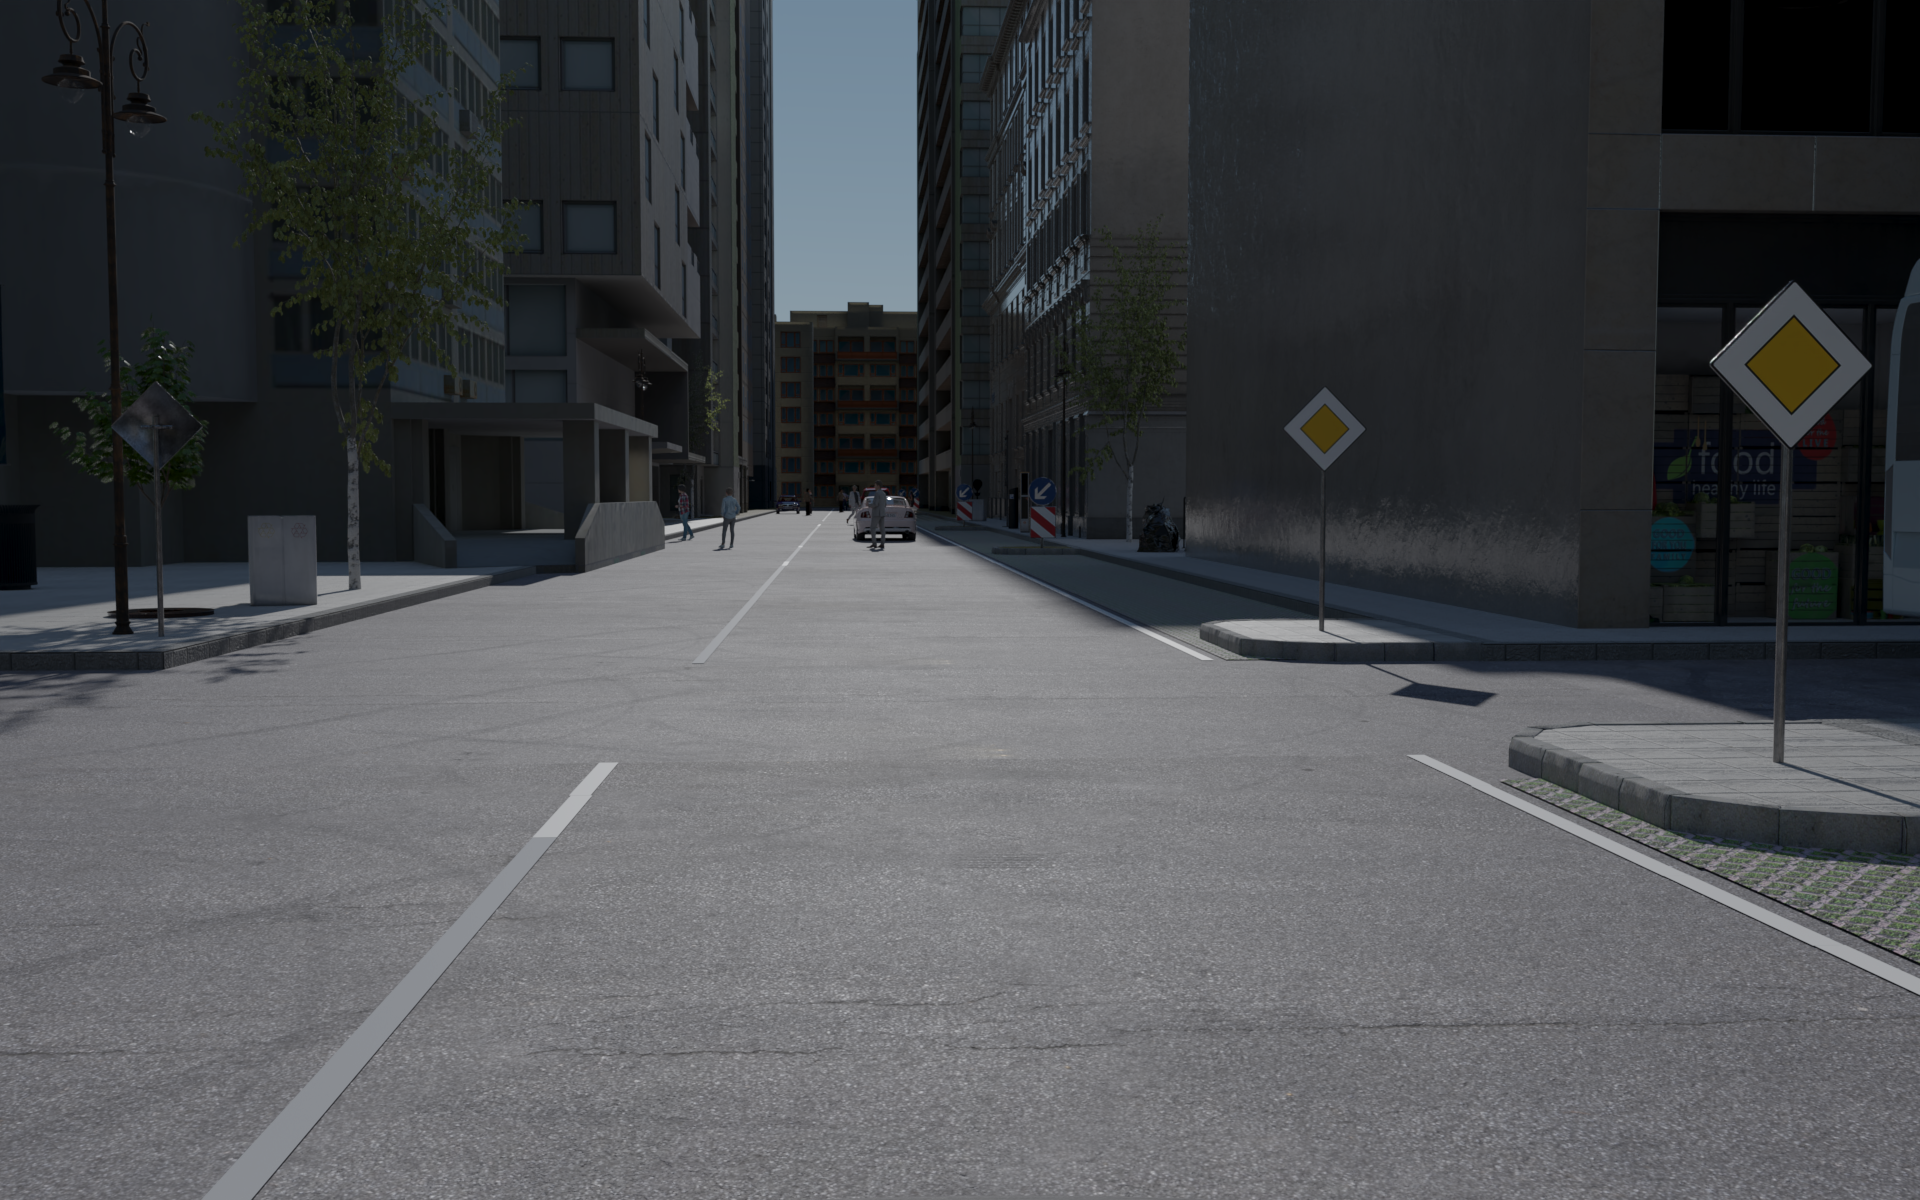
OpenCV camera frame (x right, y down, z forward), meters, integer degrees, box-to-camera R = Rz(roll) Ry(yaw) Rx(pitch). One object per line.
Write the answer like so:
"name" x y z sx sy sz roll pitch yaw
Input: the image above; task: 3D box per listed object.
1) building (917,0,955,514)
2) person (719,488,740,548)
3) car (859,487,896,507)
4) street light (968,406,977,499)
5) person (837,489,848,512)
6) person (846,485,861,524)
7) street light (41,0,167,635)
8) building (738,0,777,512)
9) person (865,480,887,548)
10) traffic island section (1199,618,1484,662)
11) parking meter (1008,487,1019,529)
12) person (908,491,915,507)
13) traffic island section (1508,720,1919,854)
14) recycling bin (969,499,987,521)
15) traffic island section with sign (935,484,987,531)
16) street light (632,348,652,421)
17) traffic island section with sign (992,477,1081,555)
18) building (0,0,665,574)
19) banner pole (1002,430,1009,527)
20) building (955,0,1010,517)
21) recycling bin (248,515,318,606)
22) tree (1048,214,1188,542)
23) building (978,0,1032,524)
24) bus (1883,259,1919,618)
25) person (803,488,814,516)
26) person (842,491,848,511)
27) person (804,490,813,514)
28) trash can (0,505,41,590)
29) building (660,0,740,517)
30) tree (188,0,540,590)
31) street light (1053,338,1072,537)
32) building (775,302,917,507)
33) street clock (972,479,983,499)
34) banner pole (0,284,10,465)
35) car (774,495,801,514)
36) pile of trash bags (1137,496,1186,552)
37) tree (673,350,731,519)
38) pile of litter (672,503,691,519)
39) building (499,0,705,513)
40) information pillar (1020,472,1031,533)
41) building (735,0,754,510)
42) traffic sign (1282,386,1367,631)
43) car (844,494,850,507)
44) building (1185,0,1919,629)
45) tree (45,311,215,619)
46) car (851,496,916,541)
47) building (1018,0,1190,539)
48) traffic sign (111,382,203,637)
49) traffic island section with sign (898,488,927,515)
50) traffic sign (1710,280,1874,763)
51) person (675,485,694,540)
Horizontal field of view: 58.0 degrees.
"building" 7.601 -31.701 142.014 21.300 48.544 21.600 0 4 -4
"person" -6.181 -2.209 46.422 0.589 1.601 0.330 -2 4 -26
"car" -4.887 -5.664 101.280 2.281 1.827 5.304 0 4 -2
"street light" 0.660 -7.226 90.929 0.468 5.910 1.993 0 4 -4
"person" -9.278 -7.773 135.591 0.705 1.823 1.348 2 4 32
"person" -4.993 -4.469 81.450 0.818 1.842 0.514 3 4 37
"street light" -7.664 -2.623 15.680 0.468 5.910 1.993 0 4 -4
"building" -27.354 -43.821 154.717 20.611 71.187 20.563 0 4 -4
"person" -2.241 -2.290 46.134 0.583 1.804 0.606 1 4 19
"traffic island section" 3.413 0.368 16.267 2.009 0.180 2.903 0 4 -4
"parking meter" 1.975 -3.399 63.981 0.372 1.533 0.369 0 3 0
"person" -3.130 -6.214 111.572 0.415 1.643 0.593 -1 4 -19
"traffic island section" 3.934 0.855 8.299 2.009 0.180 2.903 0 4 -4
"recycling bin" 0.846 -4.248 82.005 0.722 1.027 0.722 1 4 13
"traffic island section with sign" 0.011 -3.649 68.291 1.989 1.847 2.006 0 4 -4
"street light" -10.113 -5.040 55.184 0.468 5.910 1.993 0 4 -4
"traffic island section with sign" 1.782 -2.004 41.394 1.989 1.847 2.006 0 4 -4
"building" -23.340 -21.055 36.127 32.217 40.220 23.993 0 4 -4
"banner pole" 1.795 -4.712 67.065 0.401 3.779 0.863 1 4 12
"building" 6.615 -25.562 101.539 14.154 41.232 14.086 0 4 -4
"recycling bin" -7.900 -0.467 20.188 0.722 1.027 0.722 -1 4 -23
"tree" 4.474 -5.855 46.099 4.737 8.622 4.395 0 3 0
"building" 7.941 -17.233 79.031 12.463 27.353 25.104 0 4 -4
"bus" 14.007 -1.109 12.996 13.247 3.499 2.948 0 4 -5
"person" -10.146 -6.564 115.835 0.705 1.823 1.348 -2 4 -35
"person" -9.939 -8.497 148.363 0.756 1.711 0.436 0 4 -4
"person" -10.976 -7.084 125.119 0.742 1.727 0.445 1 4 20
"trash can" -12.736 -0.708 23.235 0.748 1.137 0.748 0 3 0
"building" -19.929 -25.258 96.566 14.154 41.232 14.086 0 4 -4
"tree" -7.948 -4.454 23.190 4.737 8.622 4.395 0 3 0
"street light" 3.086 -4.810 51.423 0.468 5.910 1.993 0 4 -4
"building" -10.168 -20.966 187.830 28.899 21.520 27.650 0 4 -4
"street clock" 0.831 -4.821 83.387 0.471 2.002 0.358 -1 4 -12
"banner pole" -10.225 -1.705 17.889 0.401 3.779 0.863 2 4 27
"car" -12.526 -6.944 126.110 1.945 1.354 3.894 0 4 -6
"pile of trash bags" 5.145 -1.822 39.543 1.912 1.369 3.447 1 4 16
"tree" -13.811 -8.393 87.593 4.360 8.622 3.978 0 3 0
"pile of litter" -14.252 -4.591 89.027 1.176 0.858 1.719 1 4 16
"building" -24.959 -29.367 69.391 28.713 52.752 27.495 0 4 -4
"information pillar" 2.177 -3.251 57.641 0.304 2.012 0.304 1 4 12
"building" -23.174 -29.444 131.514 14.600 45.320 14.200 0 4 -4
"traffic sign" 3.390 -0.767 16.188 0.795 2.450 0.064 0 4 -4
"car" -10.225 -9.205 162.292 2.131 1.459 4.920 0 4 -5
"building" 22.221 -13.568 26.357 34.151 26.468 19.350 0 4 -4
"tree" -8.442 -1.454 18.367 1.663 3.219 1.824 0 3 0
"car" -2.403 -2.597 54.821 2.083 1.381 4.827 0 4 -5
"building" 7.668 -12.744 57.515 9.793 20.994 18.267 0 4 -4
"traffic sign" -7.183 -0.726 15.520 0.795 2.450 0.064 0 4 -4
"traffic island section with sign" -3.235 -6.691 118.023 1.989 1.847 2.006 0 4 -4
"traffic sign" 3.911 -0.280 8.220 0.795 2.450 0.064 0 4 -4
"person" -8.497 -2.703 53.527 0.643 1.720 0.563 -1 4 -19
